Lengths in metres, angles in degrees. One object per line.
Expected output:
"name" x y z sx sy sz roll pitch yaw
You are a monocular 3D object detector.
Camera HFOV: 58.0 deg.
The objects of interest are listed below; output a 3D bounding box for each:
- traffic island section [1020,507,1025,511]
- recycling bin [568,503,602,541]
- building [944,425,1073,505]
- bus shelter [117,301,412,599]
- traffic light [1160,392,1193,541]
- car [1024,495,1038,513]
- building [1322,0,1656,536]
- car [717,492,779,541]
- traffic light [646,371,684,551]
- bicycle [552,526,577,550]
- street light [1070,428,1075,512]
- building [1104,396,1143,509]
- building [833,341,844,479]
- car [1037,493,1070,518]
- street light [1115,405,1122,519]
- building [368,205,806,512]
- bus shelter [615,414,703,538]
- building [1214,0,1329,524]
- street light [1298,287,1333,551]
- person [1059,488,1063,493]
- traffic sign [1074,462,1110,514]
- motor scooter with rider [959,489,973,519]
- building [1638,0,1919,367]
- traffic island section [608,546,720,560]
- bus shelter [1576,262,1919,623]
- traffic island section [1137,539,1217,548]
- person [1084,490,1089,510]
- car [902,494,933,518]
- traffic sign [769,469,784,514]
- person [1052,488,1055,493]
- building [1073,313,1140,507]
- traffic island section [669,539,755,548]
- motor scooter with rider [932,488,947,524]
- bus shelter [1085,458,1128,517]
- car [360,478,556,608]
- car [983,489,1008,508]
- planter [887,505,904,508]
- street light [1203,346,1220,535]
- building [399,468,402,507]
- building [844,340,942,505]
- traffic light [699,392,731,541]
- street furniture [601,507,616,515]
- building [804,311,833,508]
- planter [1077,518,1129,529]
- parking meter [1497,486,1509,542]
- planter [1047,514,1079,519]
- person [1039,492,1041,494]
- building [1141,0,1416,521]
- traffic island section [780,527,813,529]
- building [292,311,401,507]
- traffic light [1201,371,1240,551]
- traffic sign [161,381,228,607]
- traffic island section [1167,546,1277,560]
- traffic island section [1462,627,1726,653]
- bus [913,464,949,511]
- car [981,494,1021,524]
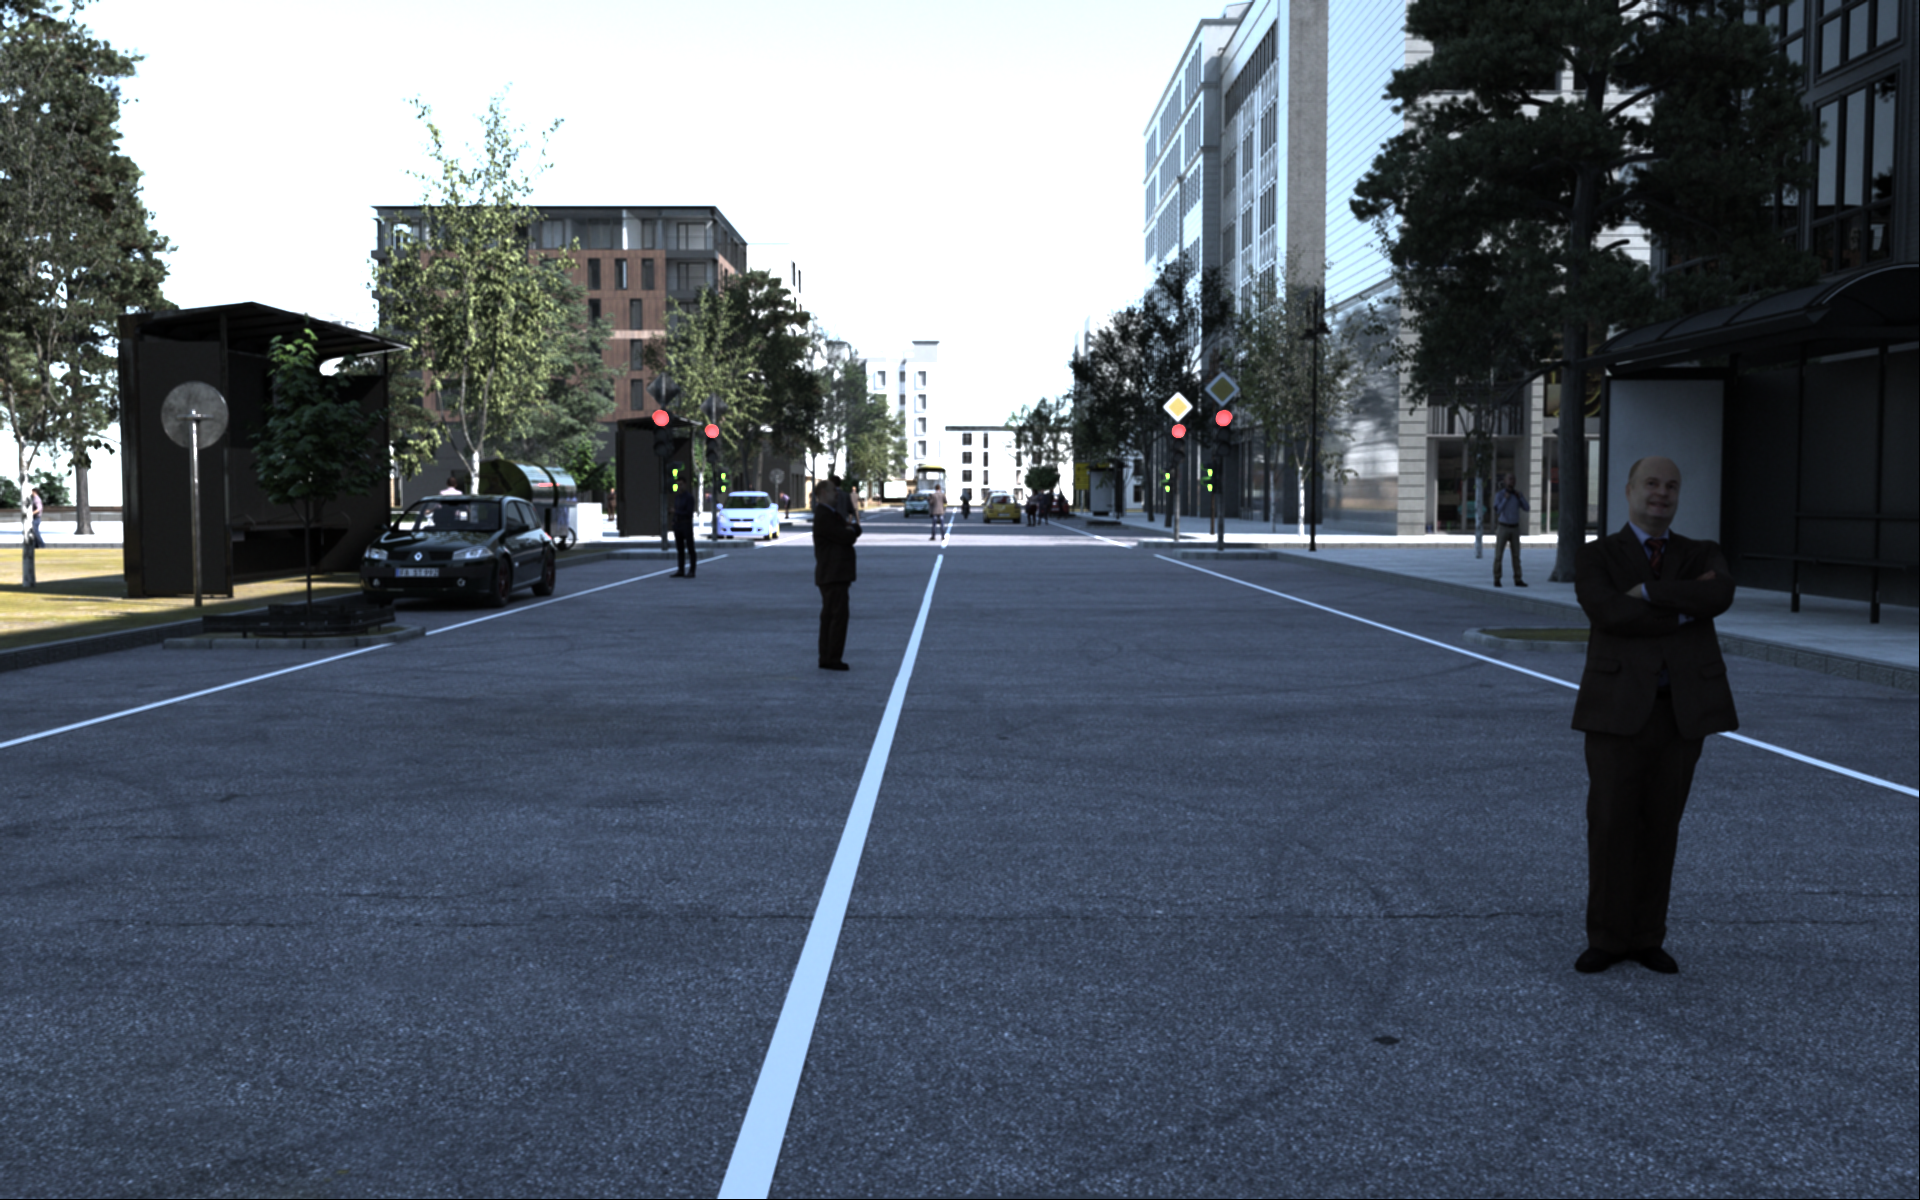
"traffic island section" 5.921 -9.414 176.777 1.991 0.108 1.994 0 3 0
"recycling bin" -10.301 -2.138 47.517 0.722 1.027 0.722 -3 4 -36
"building" 12.136 -16.742 215.883 28.070 9.664 9.099 0 3 0
"bus shelter" -9.457 -2.014 24.207 1.731 3.624 6.357 0 3 0
"traffic light" 5.887 -3.541 47.137 0.839 4.213 0.868 0 3 0
"car" 5.794 -7.241 130.973 1.945 1.354 3.894 0 4 1
"building" 28.008 -17.101 57.095 29.804 29.767 11.434 0 3 0
"car" -6.626 -2.722 54.088 1.945 1.707 3.694 0 4 -1
"traffic light" -6.674 -3.051 39.135 0.839 4.213 0.868 0 3 0
"bicycle" -9.494 -1.614 39.604 1.543 0.972 0.635 0 4 -5
"street light" 7.942 -9.100 121.579 0.468 5.910 1.993 0 3 0
"building" 17.827 -12.588 147.968 9.099 9.664 28.070 0 3 0
"building" -19.429 -22.226 219.806 11.380 20.091 16.016 0 3 0
"car" 5.769 -6.017 107.413 2.155 1.783 4.494 0 4 -1
"street light" 8.010 -7.031 87.747 0.468 5.910 1.993 0 3 0
"building" -27.794 -18.051 139.111 27.936 21.610 32.646 0 3 0
"bus shelter" -9.303 -3.838 54.041 1.731 3.624 6.357 0 4 0
"building" 19.718 -16.185 82.654 12.078 24.808 19.932 0 3 0
"street light" 7.932 -4.037 38.787 0.468 5.910 1.993 0 3 0
"person" 7.567 -7.674 131.967 0.568 1.767 0.683 0 4 5
"traffic sign" 8.442 -7.142 110.649 2.265 3.308 0.079 0 4 2
"motor scooter with rider" 0.368 -5.617 100.800 0.876 1.779 1.986 0 4 2
"building" 19.884 -13.920 21.095 14.314 27.812 24.014 0 3 0
"traffic island section" -6.714 -1.039 39.269 2.009 0.180 2.903 0 3 0
"bus shelter" 8.340 -1.467 17.902 2.014 3.302 5.546 0 3 0
"traffic island section" 5.927 -1.527 47.250 2.009 0.180 2.903 0 3 0
"person" 10.527 -8.227 140.690 0.705 1.807 1.348 -3 5 -44
"car" -2.512 -5.807 106.744 2.131 1.459 4.920 0 4 -1
"traffic sign" -9.183 -5.304 86.820 0.768 2.556 0.104 1 4 9
"person" 7.738 -8.497 144.984 0.705 1.821 1.348 1 4 11
"building" 21.009 -19.025 177.515 16.747 18.905 31.486 0 3 0
"traffic island section" -6.714 -1.527 47.254 2.009 0.180 2.903 0 3 0
"motor scooter with rider" -1.047 -4.497 82.492 0.876 1.779 1.986 0 4 -2
"bus shelter" 8.355 -6.436 99.152 2.014 3.302 5.546 0 3 0
"car" -6.604 -0.811 23.045 2.009 1.686 4.222 0 4 0
"car" 2.929 -7.815 136.449 2.281 1.827 5.304 0 3 0
"planter" -6.399 -9.489 176.281 1.991 0.319 1.994 0 3 0
"street light" 7.913 -4.973 54.102 0.468 5.910 1.993 0 3 0
"building" -52.837 -21.584 219.360 31.486 18.905 16.747 0 3 0
"building" -8.049 -22.148 218.542 11.380 20.091 16.016 0 3 0
"traffic light" -6.674 -3.540 47.120 0.839 4.213 0.868 0 3 0
"street furniture" -24.808 -5.560 106.537 10.072 0.657 5.734 -1 4 -9
"building" -20.238 -20.142 185.745 11.380 20.091 16.016 0 3 0
"planter" 5.922 -3.105 71.908 1.991 0.319 1.994 0 3 0
"parking meter" 14.663 -2.340 46.665 0.372 1.533 0.369 0 3 0
"planter" 5.925 -4.816 99.881 1.991 0.319 1.994 0 3 0
"person" 8.282 -10.553 178.565 0.705 1.826 1.348 -2 4 -35
"building" 18.315 -20.173 107.325 11.434 29.767 29.804 0 3 0
"traffic island section" -6.387 -3.010 72.073 1.991 0.108 1.994 0 3 0
"building" -63.736 -20.116 185.318 11.380 20.091 16.016 0 3 0
"traffic light" 5.888 -3.052 39.152 0.839 4.213 0.868 0 3 0
"traffic sign" -8.670 -1.194 19.632 0.768 2.556 0.104 0 4 2
"traffic island section" 5.928 -1.039 39.265 2.009 0.180 2.903 0 3 0
"traffic island section" 5.924 0.382 16.614 1.991 0.108 1.994 0 3 0
"bus" -2.438 -9.444 145.954 2.896 3.916 12.252 0 4 -1
"car" 2.056 -4.597 85.381 2.015 1.641 3.980 0 4 -2
